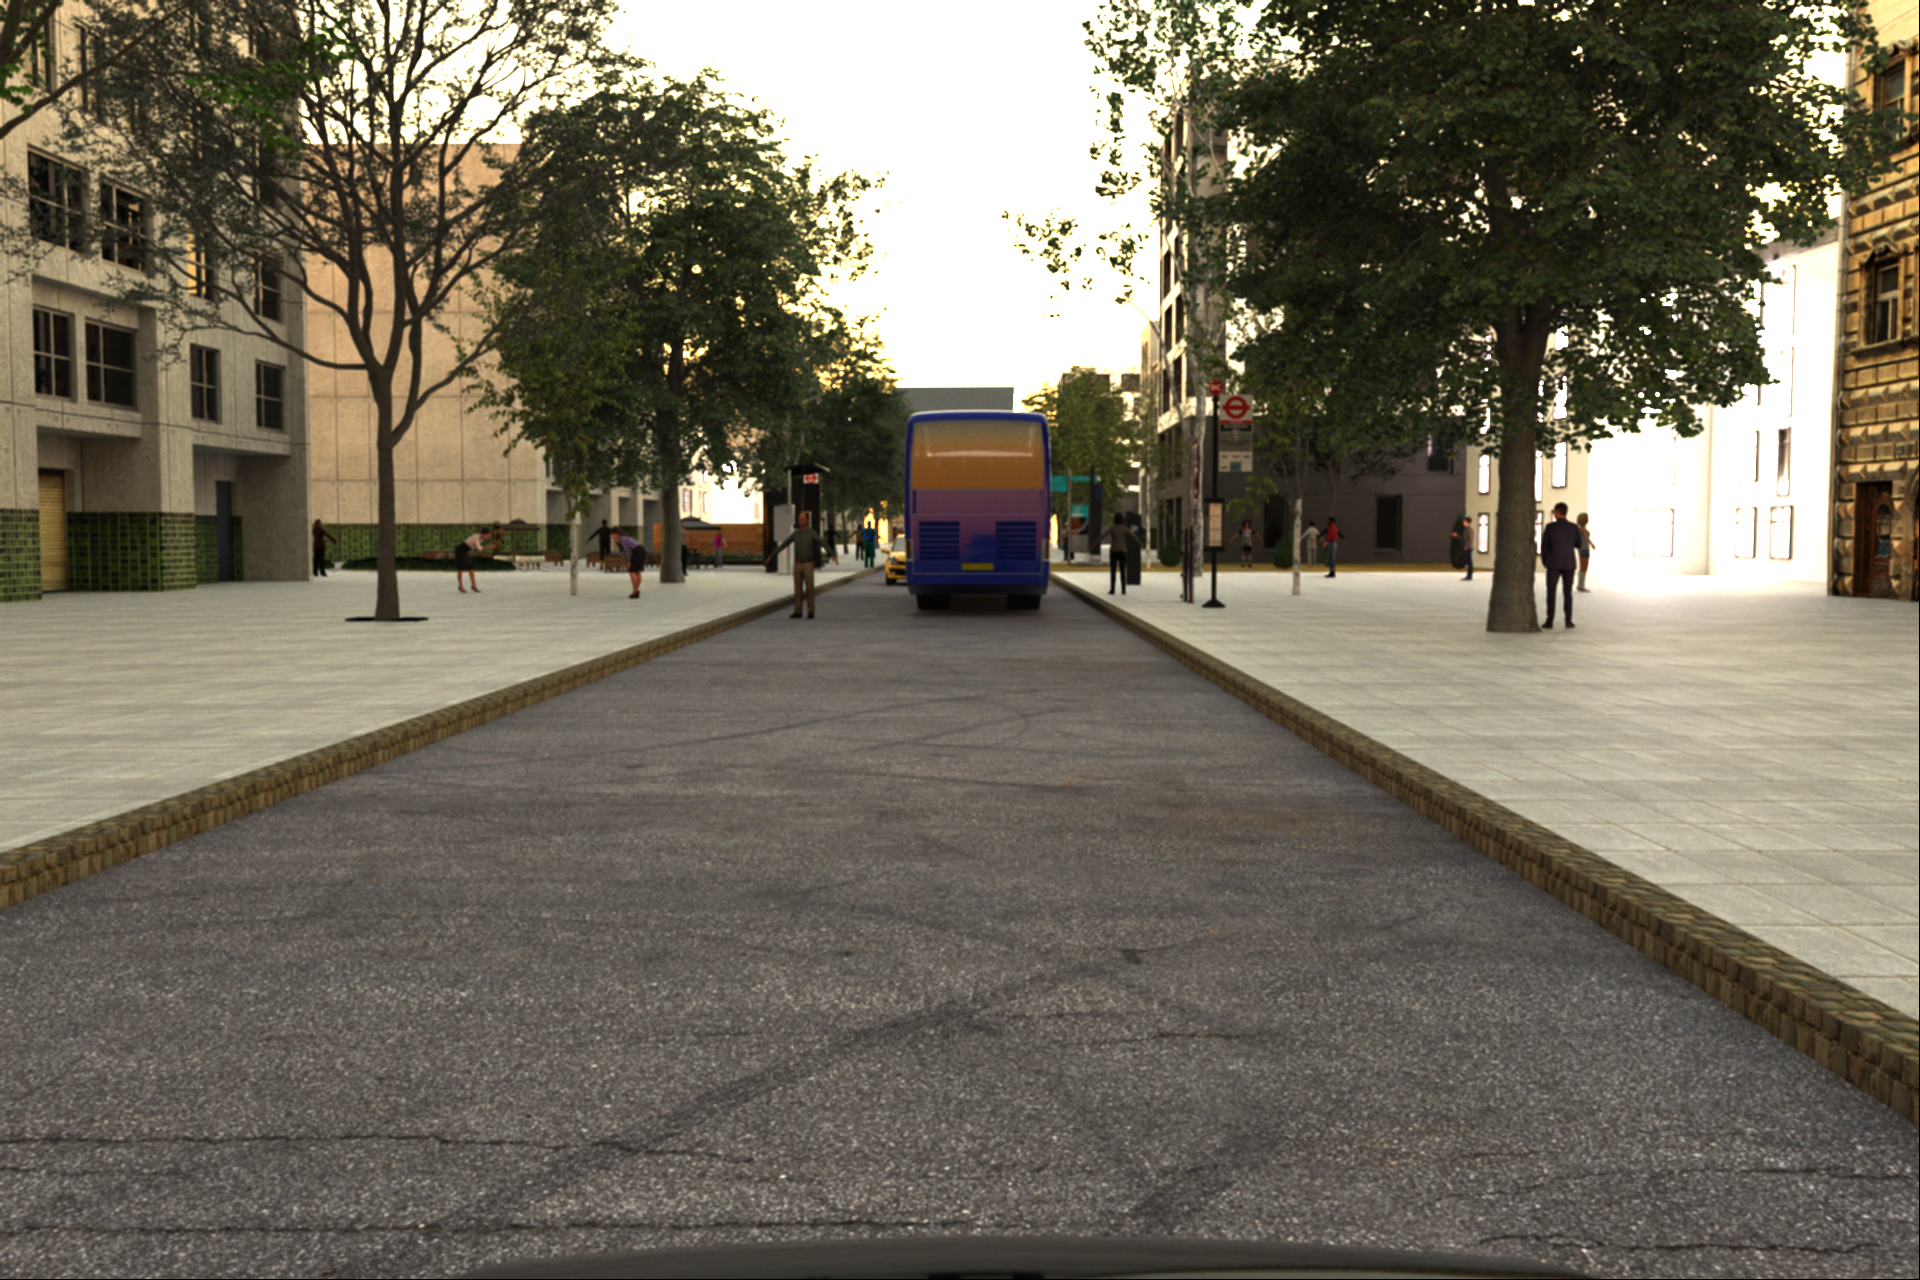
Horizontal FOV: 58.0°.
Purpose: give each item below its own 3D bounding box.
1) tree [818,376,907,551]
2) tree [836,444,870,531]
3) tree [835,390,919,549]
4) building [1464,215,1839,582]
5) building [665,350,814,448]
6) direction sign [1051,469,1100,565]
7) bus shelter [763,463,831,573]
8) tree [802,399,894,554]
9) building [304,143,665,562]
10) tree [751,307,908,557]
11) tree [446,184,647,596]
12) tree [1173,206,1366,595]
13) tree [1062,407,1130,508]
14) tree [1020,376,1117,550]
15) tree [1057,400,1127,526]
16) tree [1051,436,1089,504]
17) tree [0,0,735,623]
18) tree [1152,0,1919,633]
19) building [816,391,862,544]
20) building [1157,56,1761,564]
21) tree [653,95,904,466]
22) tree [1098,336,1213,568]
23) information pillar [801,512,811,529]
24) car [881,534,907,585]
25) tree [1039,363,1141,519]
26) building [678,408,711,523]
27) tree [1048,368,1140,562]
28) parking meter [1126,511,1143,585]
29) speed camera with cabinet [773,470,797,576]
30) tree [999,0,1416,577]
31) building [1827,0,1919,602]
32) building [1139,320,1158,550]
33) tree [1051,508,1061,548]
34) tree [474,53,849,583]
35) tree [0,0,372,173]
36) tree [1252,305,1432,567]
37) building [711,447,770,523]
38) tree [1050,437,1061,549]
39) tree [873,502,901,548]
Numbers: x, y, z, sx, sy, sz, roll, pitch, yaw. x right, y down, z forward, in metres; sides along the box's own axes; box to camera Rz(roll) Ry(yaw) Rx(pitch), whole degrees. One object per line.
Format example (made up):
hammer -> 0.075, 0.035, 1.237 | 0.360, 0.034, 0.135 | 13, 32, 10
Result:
tree -> -7.312, -13.610, 132.890 | 12.009, 13.543, 11.850 | 0, 3, 0
tree -> -7.203, -10.404, 120.464 | 4.360, 8.622, 3.978 | 0, 3, 0
tree -> -7.452, -15.013, 152.116 | 9.857, 13.997, 8.962 | 0, 3, 0
building -> 23.981, -6.823, 53.706 | 9.099, 9.664, 28.070 | 0, 4, 1
building -> -26.317, -22.767, 203.175 | 19.493, 23.208, 18.063 | 0, 4, 0
direction sign -> 4.493, -4.994, 70.412 | 2.525, 3.948, 1.411 | 0, 4, -1
bus shelter -> -5.641, -4.228, 60.416 | 1.731, 3.624, 6.357 | 0, 4, 1
tree -> -7.685, -10.841, 111.668 | 7.601, 10.594, 8.767 | 0, 4, 7
building -> -27.385, -13.944, 94.446 | 16.747, 18.905, 31.486 | 0, 4, 1
tree -> -7.229, -11.590, 96.150 | 9.857, 13.997, 8.962 | 0, 3, 0
tree -> -8.239, -5.224, 35.772 | 4.737, 8.622, 4.395 | 0, 3, 0
tree -> 6.922, -5.256, 36.294 | 4.737, 8.622, 4.395 | 0, 3, 0
tree -> 7.888, -9.165, 100.209 | 4.360, 8.622, 3.978 | 0, 3, 0
tree -> 8.230, -14.165, 138.259 | 9.857, 13.997, 8.962 | 0, 3, 0
tree -> 7.409, -8.817, 94.514 | 4.737, 8.622, 4.395 | 0, 3, 0
tree -> 8.169, -10.918, 128.876 | 4.360, 8.622, 3.978 | 0, 3, 0
tree -> -8.427, -7.032, 25.348 | 12.009, 13.543, 11.850 | 0, 3, 0
tree -> 7.214, -7.086, 22.509 | 9.857, 13.997, 8.962 | 0, 3, 0
building -> -22.368, -22.251, 230.257 | 16.747, 18.905, 31.486 | 0, 4, 1
building -> 24.107, -15.098, 90.834 | 27.936, 21.610, 32.646 | 0, 4, 1
tree -> -8.886, -13.574, 77.822 | 12.611, 20.169, 13.585 | 0, 3, 0
tree -> 6.866, -7.010, 64.980 | 4.360, 8.622, 3.978 | 0, 3, 0
information pillar -> -5.010, -3.183, 56.536 | 0.304, 2.012, 0.304 | 0, 4, 1
car -> -1.239, -2.417, 49.750 | 2.015, 1.641, 3.980 | 0, 3, 0
tree -> 8.450, -12.071, 115.490 | 7.486, 12.596, 7.792 | 0, 3, 0
building -> -22.555, -11.262, 126.280 | 9.099, 9.664, 28.070 | 0, 4, 1
tree -> 5.812, -7.698, 76.222 | 4.737, 8.622, 4.395 | 0, 3, 0
parking meter -> 4.407, -2.329, 43.798 | 0.399, 1.863, 0.255 | 0, 4, 0
speed camera with cabinet -> -5.459, -3.667, 54.285 | 0.660, 3.252, 2.038 | 0, 4, 1
tree -> 7.655, -12.042, 52.772 | 12.611, 20.169, 13.585 | 0, 3, 0
building -> 27.288, -11.950, 26.305 | 19.493, 23.208, 18.063 | 0, 3, 0
building -> 24.012, -16.485, 135.993 | 16.747, 18.905, 31.486 | 0, 4, 0
tree -> 8.726, -12.860, 160.624 | 4.737, 8.622, 4.395 | 0, 3, 0
tree -> -7.711, -8.482, 45.335 | 9.857, 13.997, 8.962 | 0, 3, 0
tree -> -8.455, -5.380, 13.713 | 9.928, 11.665, 9.643 | 0, 3, 0
tree -> 14.704, -8.120, 67.174 | 7.601, 10.594, 8.767 | 0, 4, -5
building -> -24.243, -14.568, 180.341 | 9.099, 9.664, 28.070 | 0, 4, 1
tree -> 8.442, -13.126, 149.021 | 8.767, 10.594, 7.601 | -2, 4, -25
tree -> -6.692, -13.053, 163.774 | 4.360, 8.622, 3.978 | 0, 3, 0
